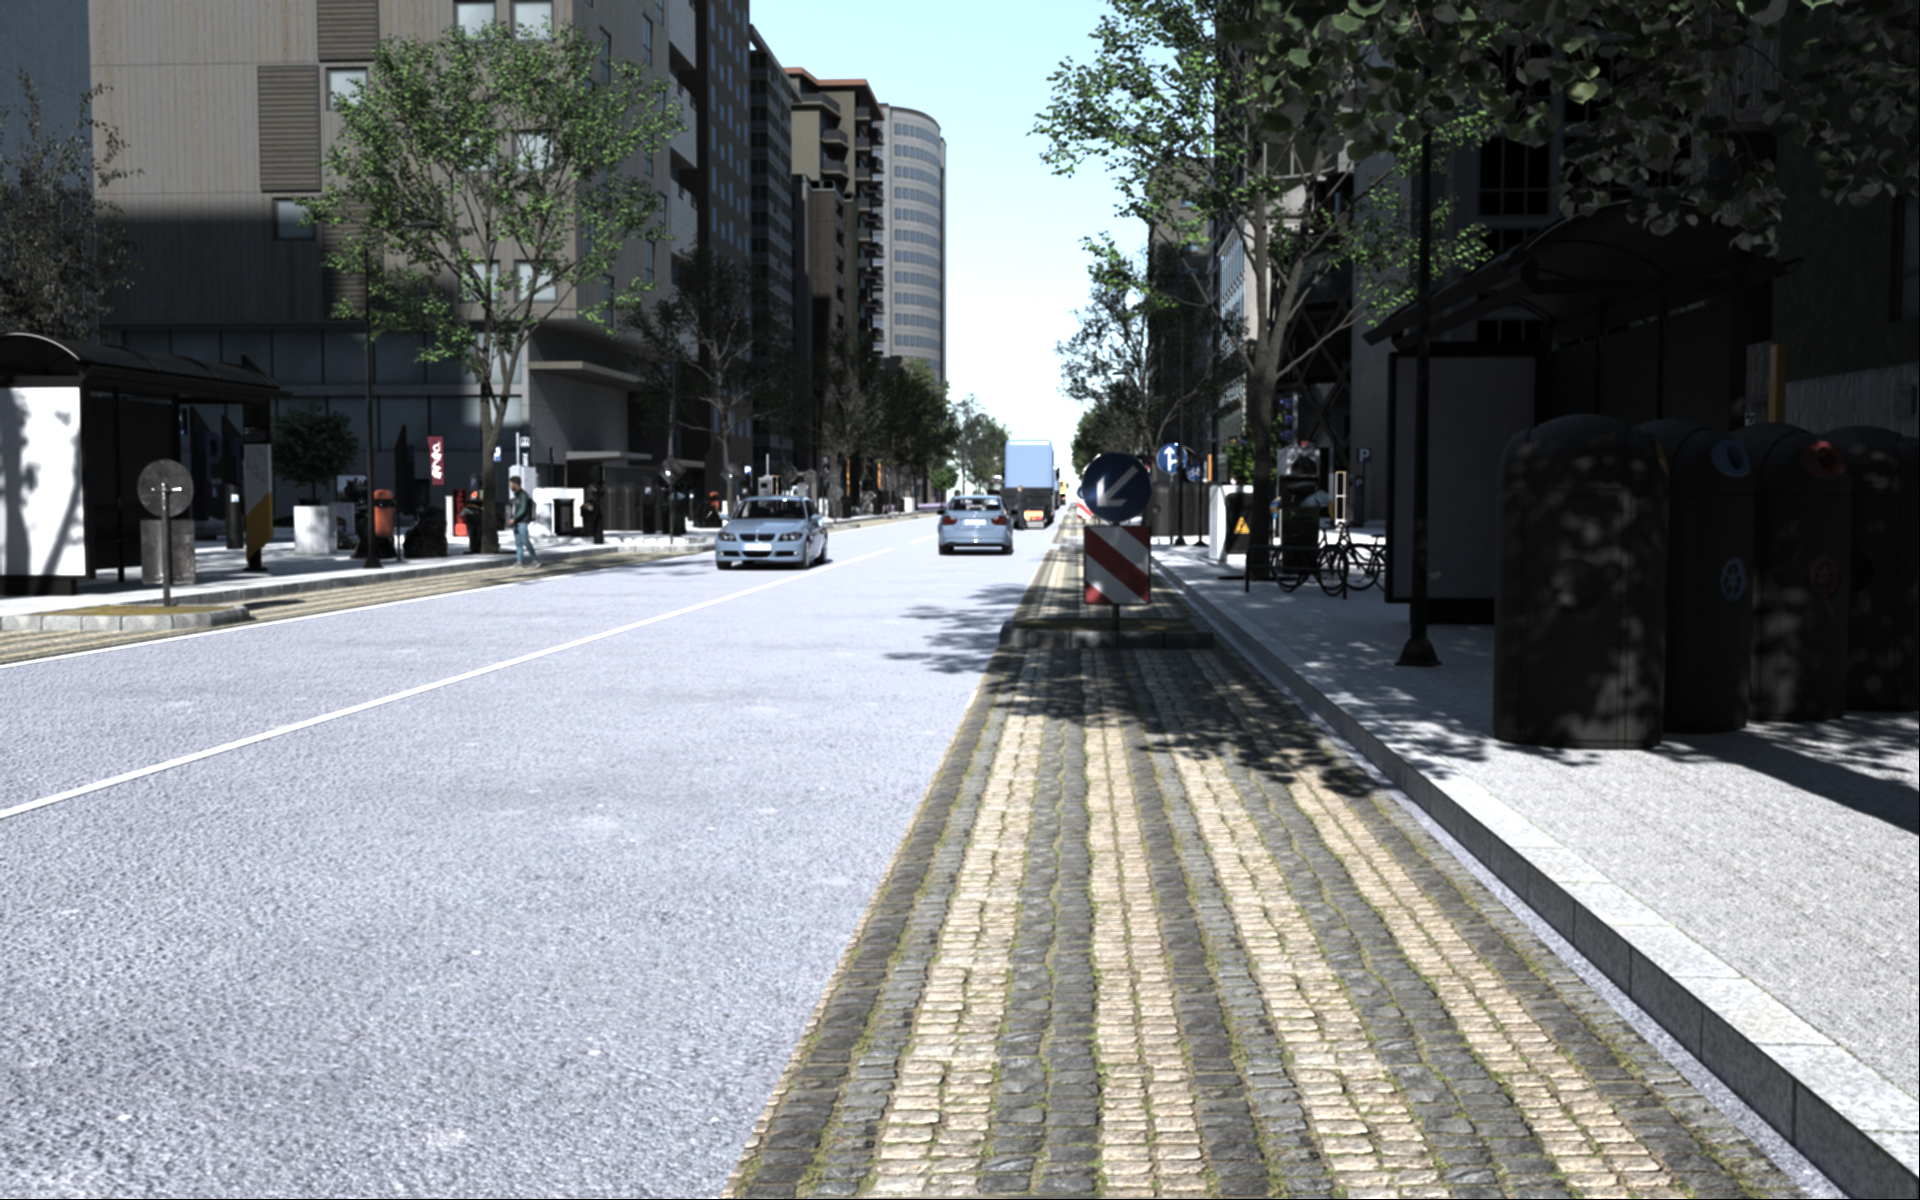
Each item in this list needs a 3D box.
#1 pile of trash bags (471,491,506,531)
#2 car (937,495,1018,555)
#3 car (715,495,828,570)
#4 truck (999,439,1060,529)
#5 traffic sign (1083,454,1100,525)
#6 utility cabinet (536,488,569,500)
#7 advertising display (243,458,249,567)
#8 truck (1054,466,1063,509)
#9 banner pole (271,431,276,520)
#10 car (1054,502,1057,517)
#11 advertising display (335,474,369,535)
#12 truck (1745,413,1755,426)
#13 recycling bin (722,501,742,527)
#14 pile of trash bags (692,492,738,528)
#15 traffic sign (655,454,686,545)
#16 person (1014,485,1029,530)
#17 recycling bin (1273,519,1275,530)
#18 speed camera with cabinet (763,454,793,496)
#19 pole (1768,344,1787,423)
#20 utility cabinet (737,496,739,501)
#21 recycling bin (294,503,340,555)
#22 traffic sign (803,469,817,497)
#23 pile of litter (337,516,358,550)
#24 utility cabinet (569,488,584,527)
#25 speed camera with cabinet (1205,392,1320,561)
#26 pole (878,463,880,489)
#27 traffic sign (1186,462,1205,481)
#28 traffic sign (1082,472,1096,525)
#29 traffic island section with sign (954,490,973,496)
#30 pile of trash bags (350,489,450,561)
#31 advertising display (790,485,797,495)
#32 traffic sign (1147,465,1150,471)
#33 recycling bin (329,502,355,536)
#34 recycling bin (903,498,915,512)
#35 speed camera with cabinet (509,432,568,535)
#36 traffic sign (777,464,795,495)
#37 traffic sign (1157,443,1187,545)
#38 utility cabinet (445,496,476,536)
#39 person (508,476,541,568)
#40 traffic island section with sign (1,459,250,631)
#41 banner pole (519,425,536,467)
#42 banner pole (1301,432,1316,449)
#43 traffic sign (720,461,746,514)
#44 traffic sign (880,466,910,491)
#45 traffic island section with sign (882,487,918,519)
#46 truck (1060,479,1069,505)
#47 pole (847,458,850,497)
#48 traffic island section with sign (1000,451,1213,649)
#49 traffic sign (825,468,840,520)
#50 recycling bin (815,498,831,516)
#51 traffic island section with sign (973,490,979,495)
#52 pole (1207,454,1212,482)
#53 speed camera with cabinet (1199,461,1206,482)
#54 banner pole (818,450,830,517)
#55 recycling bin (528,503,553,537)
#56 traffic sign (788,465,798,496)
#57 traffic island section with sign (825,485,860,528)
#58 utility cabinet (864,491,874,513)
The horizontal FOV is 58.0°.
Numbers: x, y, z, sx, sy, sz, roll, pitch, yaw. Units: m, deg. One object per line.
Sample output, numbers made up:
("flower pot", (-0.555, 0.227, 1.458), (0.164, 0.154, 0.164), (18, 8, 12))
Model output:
("pile of trash bags", (-16.677, -3.063, 59.829), (1.912, 1.369, 3.447), (-1, 4, -17))
("car", (0.410, -1.837, 42.033), (2.014, 1.417, 4.499), (0, 4, 2))
("car", (-3.675, -1.365, 34.325), (2.014, 1.417, 4.499), (0, 4, 3))
("truck", (2.941, -5.491, 79.538), (2.967, 4.110, 18.799), (0, 4, 4))
("traffic sign", (3.457, -2.412, 43.076), (0.795, 2.450, 0.064), (0, 4, 4))
("utility cabinet", (-13.872, -3.045, 58.472), (1.173, 1.500, 0.318), (1, 4, 21))
("advertising display", (-12.530, -1.549, 30.544), (0.123, 1.923, 0.974), (-2, 4, -26))
("truck", (7.788, -10.406, 159.900), (2.967, 4.110, 18.799), (0, 4, 5))
("banner pole", (-27.530, -4.833, 69.029), (0.401, 3.779, 0.863), (2, 4, 27))
("car", (5.079, -5.861, 108.401), (1.945, 1.354, 3.894), (0, 4, 3))
("advertising display", (-19.186, -3.025, 54.673), (0.974, 1.923, 0.123), (-2, 4, -27))
("truck", (21.235, -3.463, 45.528), (11.283, 4.237, 2.839), (0, 4, 6))
("recycling bin", (-8.355, -3.171, 64.407), (0.722, 1.027, 0.722), (2, 4, 25))
("pile of trash bags", (-9.413, -3.502, 67.010), (1.912, 1.369, 3.447), (-1, 4, -14))
("traffic sign", (-7.312, -2.457, 43.813), (0.795, 2.450, 0.064), (0, 4, 4))
("person", (2.450, -3.631, 68.291), (0.534, 1.772, 0.576), (2, 4, 30))
("recycling bin", (11.193, -2.954, 60.856), (0.722, 1.027, 0.722), (-1, 4, -18))
("speed camera with cabinet", (-8.932, -5.546, 85.019), (0.660, 3.252, 2.038), (-3, 4, -36))
("pole", (11.134, -1.824, 23.661), (0.158, 3.312, 0.155), (0, 3, 0))
("utility cabinet", (-12.205, -5.291, 97.665), (0.306, 1.237, 1.020), (1, 4, 22))
("recycling bin", (-13.609, -1.470, 36.585), (0.722, 1.027, 0.722), (0, 4, -7))
("traffic sign", (-7.624, -5.398, 88.366), (0.768, 2.556, 0.104), (0, 4, 6))
("pile of litter", (-14.319, -1.617, 40.399), (1.176, 0.858, 1.719), (-2, 4, -29))
("utility cabinet", (-14.963, -3.509, 66.043), (1.173, 1.500, 0.318), (-2, 4, -28))
("speed camera with cabinet", (5.862, -2.385, 33.333), (2.038, 3.252, 0.660), (-1, 4, -12))
("pole", (-5.215, -7.222, 111.917), (0.158, 3.312, 0.155), (0, 3, 0))
("traffic sign", (9.341, -4.197, 68.732), (0.768, 2.556, 0.104), (1, 4, 13))
("traffic sign", (3.989, -2.899, 51.044), (0.795, 2.450, 0.064), (0, 4, 4))
("traffic island section with sign", (-0.165, -8.727, 151.309), (1.989, 1.847, 2.006), (0, 4, 4))
("pile of trash bags", (-11.282, -1.524, 34.671), (1.912, 1.369, 3.447), (-1, 4, -10))
("advertising display", (-11.992, -7.375, 125.796), (0.123, 1.923, 0.974), (3, 4, 36))
("traffic sign", (8.537, -4.777, 78.113), (0.884, 2.594, 0.081), (1, 4, 11))
("recycling bin", (-18.882, -2.468, 52.906), (0.722, 1.027, 0.722), (-1, 4, -20))
("recycling bin", (-3.699, -6.860, 124.711), (0.722, 1.027, 0.722), (1, 4, 22))
("speed camera with cabinet", (-13.501, -3.738, 55.454), (2.038, 3.252, 0.660), (2, 4, 31))
("traffic sign", (-7.288, -4.425, 72.451), (0.768, 2.556, 0.104), (1, 4, 9))
("traffic sign", (5.330, -2.659, 43.583), (0.768, 2.556, 0.104), (1, 4, 9))
("utility cabinet", (-15.138, -2.532, 52.566), (1.020, 1.237, 0.306), (2, 4, 32))
("person", (-8.477, -1.503, 33.414), (0.721, 1.781, 0.623), (-3, 5, -40))
("traffic island section with sign", (-8.995, -0.635, 19.004), (1.989, 1.847, 2.006), (0, 4, 4))
("banner pole", (-15.743, -4.482, 63.294), (0.863, 3.779, 0.401), (1, 4, 21))
("banner pole", (13.886, -4.866, 69.583), (0.863, 3.779, 0.401), (1, 4, 16))
("traffic sign", (-6.780, -2.944, 51.780), (0.795, 2.450, 0.064), (0, 4, 4))
("traffic sign", (-4.765, -8.087, 126.102), (2.265, 3.308, 0.079), (1, 4, 9))
("traffic island section with sign", (-3.503, -5.665, 101.255), (1.989, 1.847, 2.006), (0, 4, 4))
("truck", (12.573, -14.160, 227.442), (3.469, 3.379, 9.791), (0, 4, 3))
("pole", (-6.353, -6.401, 98.503), (0.158, 3.312, 0.155), (0, 3, 0))
("traffic island section with sign", (1.402, -0.506, 16.902), (1.989, 1.847, 2.006), (0, 4, 4))
("traffic sign", (-6.292, -5.228, 85.583), (0.768, 2.556, 0.104), (0, 4, 8))
("recycling bin", (-7.883, -5.331, 99.718), (0.722, 1.027, 0.722), (-2, 4, -28))
("traffic island section with sign", (1.649, -10.395, 178.579), (1.989, 1.847, 2.006), (0, 4, 4))
("pole", (12.759, -5.797, 88.619), (0.158, 3.312, 0.155), (0, 3, 0))
("speed camera with cabinet", (15.517, -6.781, 105.209), (2.038, 3.252, 0.660), (0, 4, -8))
("banner pole", (-7.973, -6.782, 100.906), (0.863, 3.779, 0.401), (0, 4, 3))
("recycling bin", (-12.535, -2.392, 51.669), (0.722, 1.027, 0.722), (-1, 4, -12))
("traffic sign", (-7.456, -4.622, 75.678), (0.768, 2.556, 0.104), (1, 4, 13))
("traffic island section with sign", (-5.329, -3.998, 73.998), (1.989, 1.847, 2.006), (0, 4, 4))
("utility cabinet", (-6.068, -6.544, 115.667), (0.318, 1.500, 1.173), (-2, 4, -32))
